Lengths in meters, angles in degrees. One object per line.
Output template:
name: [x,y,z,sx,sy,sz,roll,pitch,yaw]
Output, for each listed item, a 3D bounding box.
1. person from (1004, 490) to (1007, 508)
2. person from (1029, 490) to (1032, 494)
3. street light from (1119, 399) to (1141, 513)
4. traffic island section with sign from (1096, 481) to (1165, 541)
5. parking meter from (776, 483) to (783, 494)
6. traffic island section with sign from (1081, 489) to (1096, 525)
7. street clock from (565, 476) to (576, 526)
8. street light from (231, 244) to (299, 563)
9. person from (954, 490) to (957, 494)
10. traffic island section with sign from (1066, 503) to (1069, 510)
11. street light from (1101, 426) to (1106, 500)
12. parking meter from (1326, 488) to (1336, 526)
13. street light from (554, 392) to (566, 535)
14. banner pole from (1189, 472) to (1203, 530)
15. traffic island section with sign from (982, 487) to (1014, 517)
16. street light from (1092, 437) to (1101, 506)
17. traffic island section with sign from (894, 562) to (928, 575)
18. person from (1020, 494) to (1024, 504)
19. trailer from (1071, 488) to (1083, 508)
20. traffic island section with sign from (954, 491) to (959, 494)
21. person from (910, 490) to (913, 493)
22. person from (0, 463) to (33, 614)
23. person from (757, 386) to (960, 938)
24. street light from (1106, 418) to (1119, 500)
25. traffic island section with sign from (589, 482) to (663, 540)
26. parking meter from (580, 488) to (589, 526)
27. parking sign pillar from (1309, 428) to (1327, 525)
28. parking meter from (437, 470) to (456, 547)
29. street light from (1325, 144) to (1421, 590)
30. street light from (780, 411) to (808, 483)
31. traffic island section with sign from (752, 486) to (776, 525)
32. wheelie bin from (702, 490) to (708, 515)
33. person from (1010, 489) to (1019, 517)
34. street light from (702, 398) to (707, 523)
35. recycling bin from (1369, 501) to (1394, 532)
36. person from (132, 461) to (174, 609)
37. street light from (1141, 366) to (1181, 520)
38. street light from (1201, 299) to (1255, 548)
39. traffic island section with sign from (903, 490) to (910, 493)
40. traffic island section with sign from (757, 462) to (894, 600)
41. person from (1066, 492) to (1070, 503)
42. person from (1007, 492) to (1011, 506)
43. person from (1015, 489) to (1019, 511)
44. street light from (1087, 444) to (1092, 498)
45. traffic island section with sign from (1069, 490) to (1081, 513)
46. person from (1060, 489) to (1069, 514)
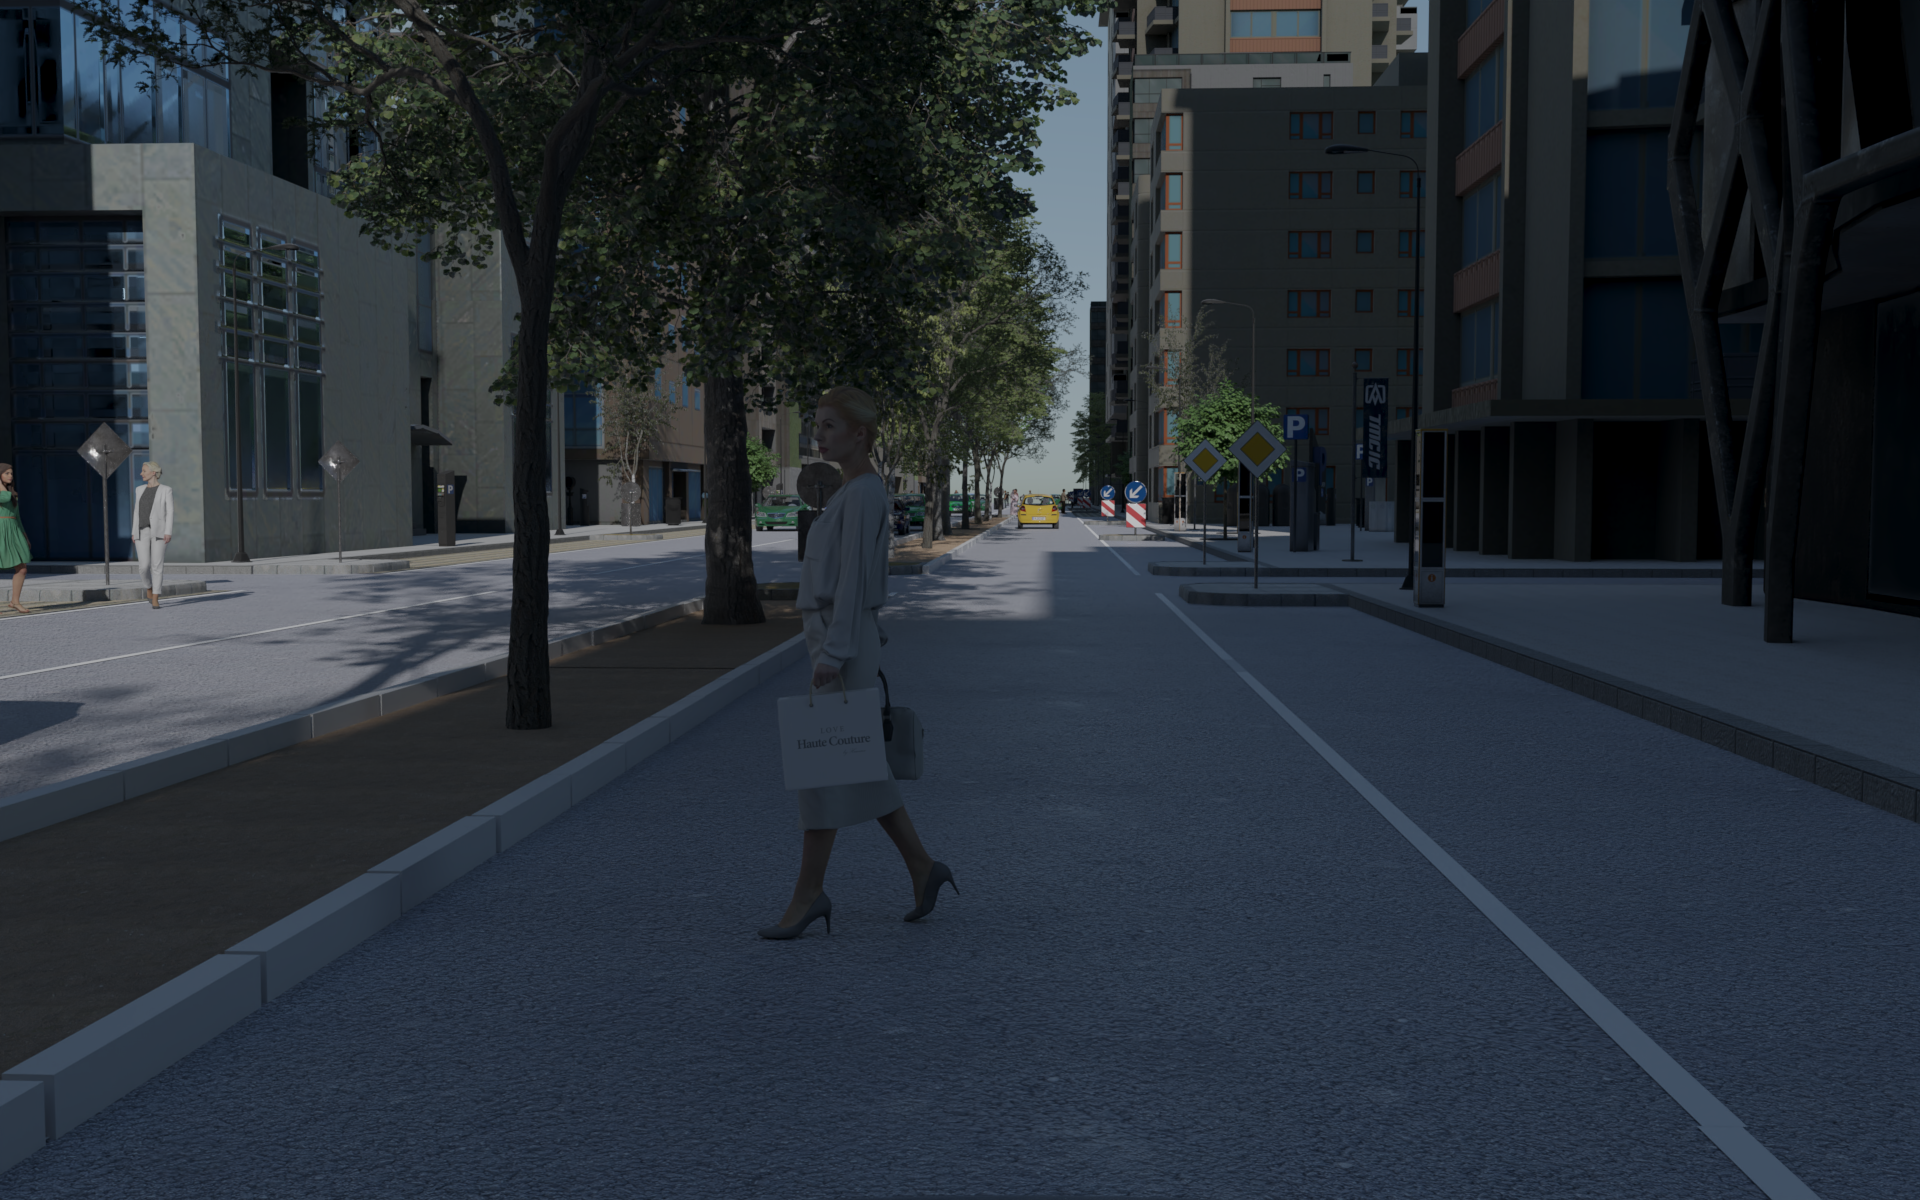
person: [4.528,-10.140,174.309,0.705,1.822,1.348,0,4,-2]
person: [6.702,-9.626,165.964,0.705,1.814,1.350,-3,5,-44]
street light: [8.700,-6.864,84.764,1.470,5.913,1.316,0,4,3]
traffic island section with sign: [5.341,-2.777,54.038,1.989,1.847,2.006,0,4,3]
parking meter: [-9.807,-5.408,94.138,0.255,1.863,0.399,1,4,21]
traffic island section with sign: [6.790,-4.431,81.079,1.989,1.847,2.006,0,4,3]
street clock: [-15.921,-4.044,70.690,0.471,2.002,0.358,2,4,24]
street light: [-12.944,-3.655,32.295,1.470,5.913,1.316,0,4,3]
person: [-0.332,-9.278,160.328,0.705,1.807,1.348,3,5,42]
traffic island section with sign: [10.865,-9.103,157.459,1.989,1.847,2.006,0,4,3]
street light: [10.580,-8.915,118.309,1.470,5.913,1.316,0,4,3]
parking meter: [14.995,-3.766,69.977,0.372,1.533,0.369,0,3,0]
street light: [-11.926,-4.967,53.746,1.470,5.913,1.316,0,4,3]
banner pole: [8.490,-4.388,61.757,0.401,3.779,0.863,-1,4,-20]
traffic island section with sign: [2.356,-6.018,106.532,2.006,1.907,1.989,0,4,3]
street light: [11.627,-10.227,139.758,1.470,5.913,1.316,0,4,3]
traffic island section with sign: [-1.639,-1.429,31.499,2.006,1.907,1.989,0,4,3]
person: [8.801,-14.272,245.029,0.628,1.438,0.799,3,5,39]
trailer: [11.994,-10.338,176.081,1.471,1.999,3.904,0,4,2]
traffic island section with sign: [-0.435,-14.251,241.638,1.989,1.847,2.006,0,4,3]
person: [-3.764,-7.890,138.291,0.721,1.735,1.217,-3,4,-37]
person: [-11.365,-0.724,20.588,0.529,1.795,0.600,0,4,2]
person: [-0.326,0.197,5.633,0.624,1.780,0.694,0,4,7]
street light: [9.901,-8.175,106.205,1.470,5.913,1.316,0,4,3]
traffic island section with sign: [-10.424,-2.801,54.426,1.989,1.847,2.006,0,4,3]
parking meter: [-15.174,-3.766,69.978,0.372,1.533,0.369,0,3,0]
parking sign pillar: [14.720,-5.066,71.307,1.447,3.967,1.447,2,4,25]
parking meter: [-12.551,-2.238,42.308,0.255,1.863,0.399,2,4,25]
street light: [5.545,-3.095,23.151,1.470,5.913,1.316,0,4,3]
street light: [-9.518,-7.628,97.266,1.470,5.913,1.316,0,4,3]
traffic island section with sign: [-8.983,-4.458,81.516,1.989,1.847,2.006,0,4,3]
wheelie bin: [-11.191,-4.277,77.844,0.693,1.594,0.980,2,4,24]
person: [3.413,-6.117,109.185,0.621,1.740,0.551,3,4,37]
street light: [-10.628,-6.317,75.820,1.470,5.913,1.316,0,4,3]
recycling bin: [14.441,-2.845,59.070,0.722,1.027,0.722,-3,5,-44]
person: [-10.181,-0.825,21.867,0.514,1.842,0.818,-1,4,-19]
street light: [7.419,-5.526,62.887,1.470,5.913,1.316,0,4,3]
street light: [6.453,-4.214,41.434,1.470,5.913,1.316,0,4,3]
traffic island section with sign: [-4.875,-9.165,158.480,1.989,1.847,2.006,0,4,3]
traffic island section with sign: [-2.043,-0.977,24.103,2.006,1.907,1.989,0,4,3]
person: [15.297,-14.355,243.735,0.617,1.759,0.750,3,5,39]
person: [5.659,-12.112,207.360,0.721,1.723,1.217,3,5,42]
person: [4.051,-7.234,126.715,0.705,1.831,1.348,-1,4,-20]
street light: [12.830,-11.539,161.199,1.470,5.913,1.316,0,4,3]
traffic island section with sign: [9.426,-7.457,130.542,1.989,1.847,2.006,0,4,3]
person: [7.594,-7.196,126.165,0.705,1.823,1.348,-1,4,-22]
